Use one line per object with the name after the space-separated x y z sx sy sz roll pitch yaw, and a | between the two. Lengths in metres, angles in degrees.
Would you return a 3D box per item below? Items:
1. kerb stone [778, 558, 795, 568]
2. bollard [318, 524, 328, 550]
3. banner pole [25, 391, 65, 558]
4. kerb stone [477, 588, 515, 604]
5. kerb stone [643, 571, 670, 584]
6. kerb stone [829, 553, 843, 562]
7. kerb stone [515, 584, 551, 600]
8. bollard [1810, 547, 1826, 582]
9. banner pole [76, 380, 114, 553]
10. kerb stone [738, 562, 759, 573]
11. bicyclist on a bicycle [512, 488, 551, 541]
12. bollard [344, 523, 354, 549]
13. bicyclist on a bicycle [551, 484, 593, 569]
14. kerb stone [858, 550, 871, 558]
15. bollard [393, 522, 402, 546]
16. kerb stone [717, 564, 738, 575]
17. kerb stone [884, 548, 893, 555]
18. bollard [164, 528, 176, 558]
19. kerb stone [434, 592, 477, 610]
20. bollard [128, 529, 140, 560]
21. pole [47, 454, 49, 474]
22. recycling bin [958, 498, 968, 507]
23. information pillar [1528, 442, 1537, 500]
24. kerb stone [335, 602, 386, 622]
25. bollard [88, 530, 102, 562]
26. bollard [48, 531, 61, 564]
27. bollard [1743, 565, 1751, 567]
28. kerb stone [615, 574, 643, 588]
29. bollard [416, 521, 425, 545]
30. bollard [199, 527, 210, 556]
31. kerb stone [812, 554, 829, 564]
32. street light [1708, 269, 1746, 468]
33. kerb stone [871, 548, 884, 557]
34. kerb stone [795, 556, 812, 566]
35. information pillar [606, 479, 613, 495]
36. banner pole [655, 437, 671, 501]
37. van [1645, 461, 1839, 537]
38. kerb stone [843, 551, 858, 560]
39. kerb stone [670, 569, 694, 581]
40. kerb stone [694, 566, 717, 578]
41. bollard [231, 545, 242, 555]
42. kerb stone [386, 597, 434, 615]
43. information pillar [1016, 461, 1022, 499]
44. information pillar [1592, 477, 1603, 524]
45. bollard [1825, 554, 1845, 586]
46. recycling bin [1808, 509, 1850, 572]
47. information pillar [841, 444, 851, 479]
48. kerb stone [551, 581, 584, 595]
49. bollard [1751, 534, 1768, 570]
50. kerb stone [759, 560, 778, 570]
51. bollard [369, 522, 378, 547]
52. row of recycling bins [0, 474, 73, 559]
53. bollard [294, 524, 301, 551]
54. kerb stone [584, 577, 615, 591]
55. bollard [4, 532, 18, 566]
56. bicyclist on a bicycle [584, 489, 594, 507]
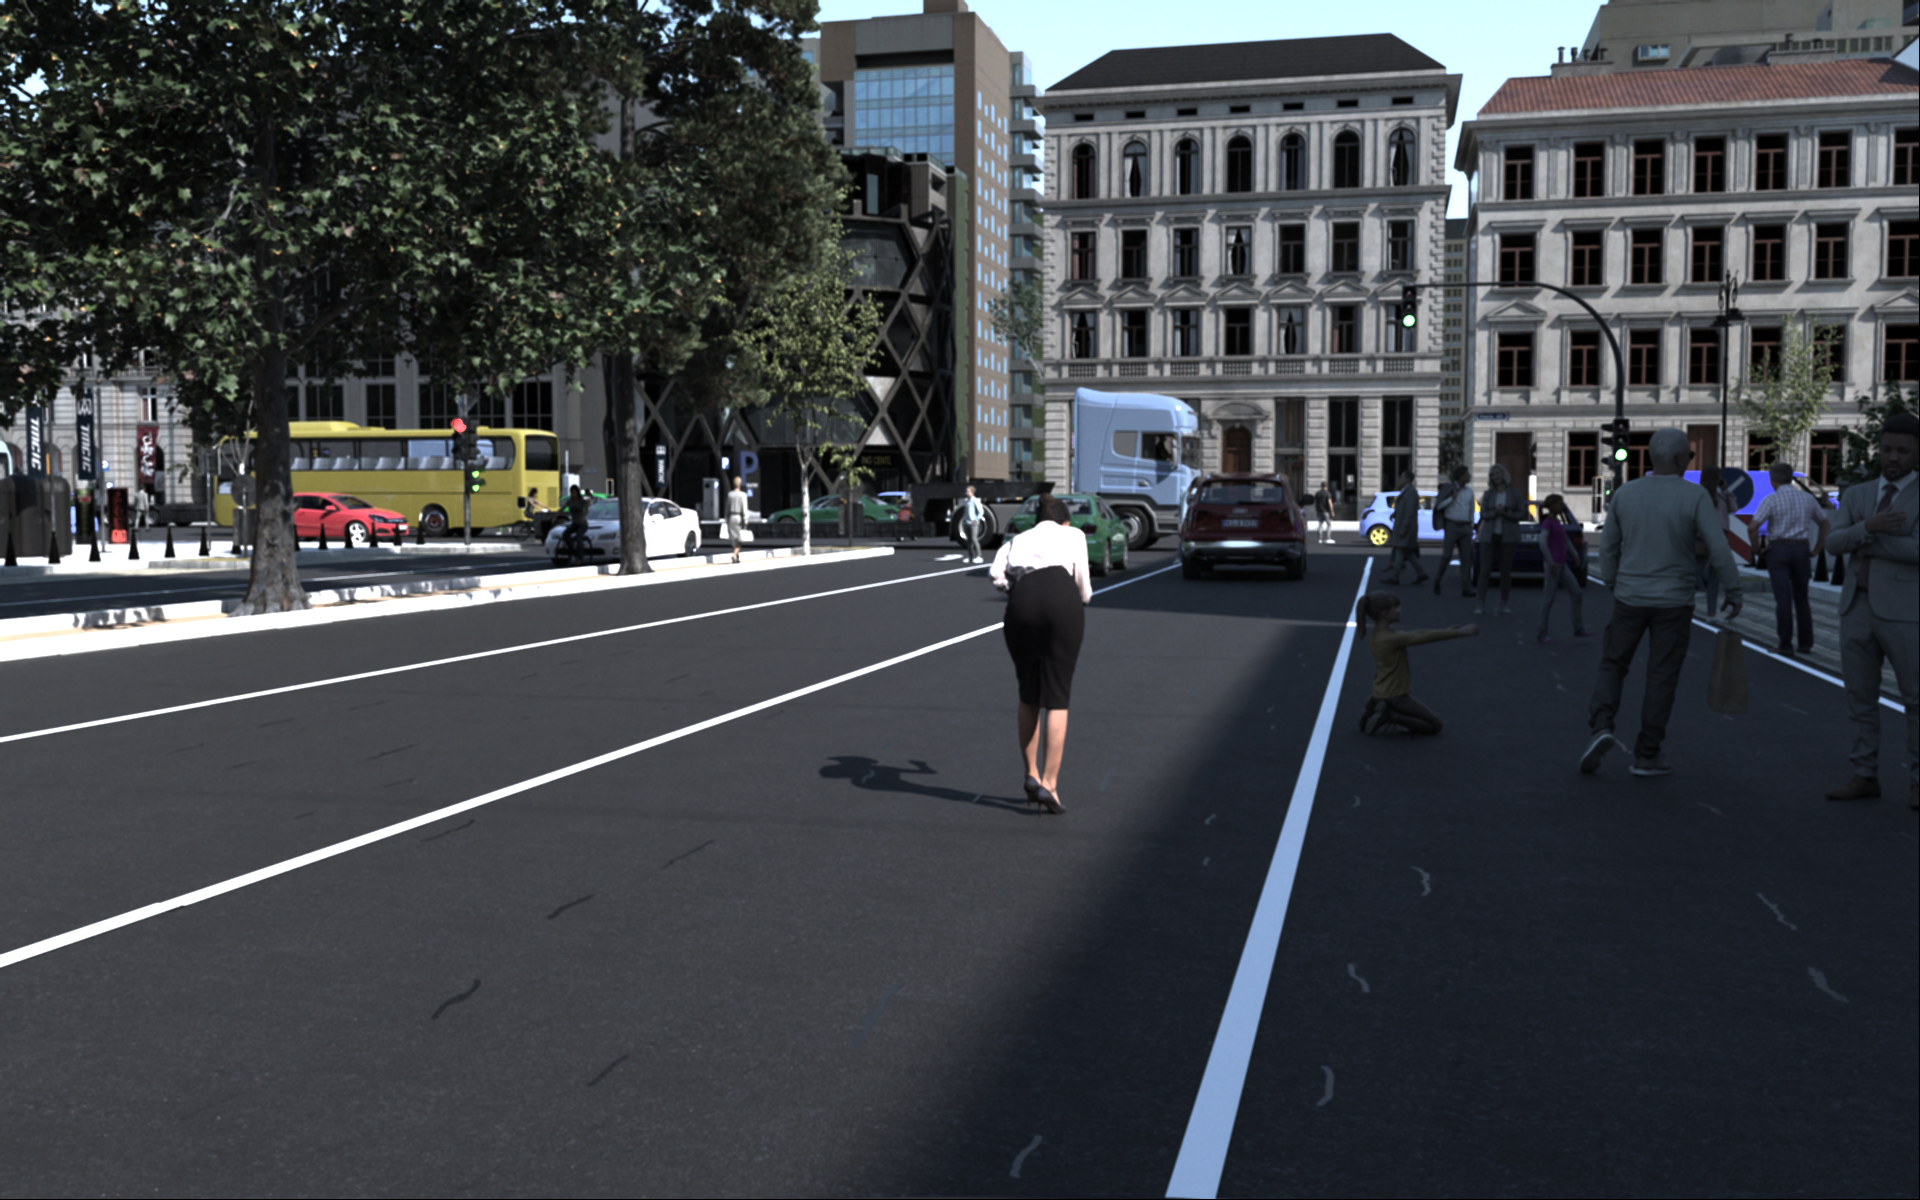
-3.500 -0.718 33.932 0.120 0.150 1.000 1 4 14 | kerb stone
-14.648 -1.454 39.811 0.229 0.601 0.229 0 3 0 | bollard
-18.297 -2.723 34.533 0.401 3.779 0.863 1 4 15 | banner pole
-6.220 -0.045 22.928 0.120 0.150 1.000 1 4 14 | kerb stone
-4.974 -0.347 27.913 0.120 0.150 1.000 1 4 14 | kerb stone
-2.758 -0.901 36.924 0.120 0.150 1.000 1 4 14 | kerb stone
-5.976 -0.106 23.927 0.120 0.150 1.000 1 4 14 | kerb stone
12.622 -0.570 25.366 0.229 0.601 0.229 0 3 0 | bollard
-18.925 -2.921 37.778 0.863 3.779 0.401 1 4 17 | banner pole
-3.995 -0.595 31.930 0.120 0.150 1.000 1 4 14 | kerb stone
-12.987 -2.630 53.018 1.625 1.676 1.499 1 4 13 | bicyclist on a bicycle
-14.403 -1.515 40.808 0.229 0.601 0.229 0 3 0 | bollard
-7.305 -1.393 32.795 1.499 1.676 1.625 1 4 12 | bicyclist on a bicycle
-2.258 -1.023 38.924 0.120 0.150 1.000 1 4 14 | kerb stone
-13.905 -1.638 42.815 0.229 0.601 0.229 0 3 0 | bollard
-4.244 -0.534 30.923 0.120 0.150 1.000 1 4 14 | kerb stone
-1.768 -1.145 40.917 0.120 0.150 1.000 1 4 14 | kerb stone
-15.886 -1.148 34.810 0.229 0.601 0.229 0 3 0 | bollard
-6.461 0.018 21.928 0.120 0.150 1.000 1 4 14 | kerb stone
-16.132 -1.087 33.806 0.229 0.601 0.229 0 3 0 | bollard
-46.316 -5.765 88.094 0.158 3.312 0.155 0 3 0 | pole
0.373 -6.006 110.751 0.722 1.027 0.722 -3 5 -44 | recycling bin
25.763 -5.296 77.951 0.504 3.616 0.183 -3 5 -42 | information pillar
-6.963 0.142 19.922 0.120 0.150 1.000 1 4 14 | kerb stone
-16.386 -1.024 32.788 0.229 0.601 0.229 0 3 0 | bollard
-16.631 -0.963 31.791 0.229 0.601 0.229 0 3 0 | bollard
13.859 -0.876 30.362 0.229 0.601 0.229 0 3 0 | bollard
-5.225 -0.289 26.917 0.120 0.150 1.000 1 4 14 | kerb stone
-13.655 -1.698 43.811 0.229 0.601 0.229 0 3 0 | bollard
-15.637 -1.209 35.810 0.229 0.601 0.229 0 3 0 | bollard
-2.994 -0.840 35.925 0.120 0.150 1.000 1 4 14 | kerb stone
15.812 -3.855 35.818 0.468 5.910 1.993 1 4 14 | street light
-2.016 -1.083 39.921 0.120 0.150 1.000 1 4 14 | kerb stone
-3.252 -0.779 34.928 0.120 0.150 1.000 1 4 14 | kerb stone
-17.353 -4.976 85.853 0.304 2.012 0.304 -1 4 -15 | information pillar
-12.889 -5.239 75.668 0.863 3.779 0.401 0 4 -6 | banner pole
20.786 -2.525 45.664 5.245 2.365 2.240 1 4 14 | van
-2.501 -0.962 37.926 0.120 0.150 1.000 1 4 14 | kerb stone
-4.732 -0.410 28.915 0.120 0.150 1.000 1 4 14 | kerb stone
-4.490 -0.472 29.920 0.120 0.150 1.000 1 4 14 | kerb stone
-15.389 -1.271 36.818 0.229 0.601 0.229 0 3 0 | bollard
-6.713 0.078 20.924 0.120 0.150 1.000 1 4 14 | kerb stone
4.262 -8.254 126.305 0.183 3.616 0.504 3 5 41 | information pillar
27.421 -4.285 74.545 0.304 2.012 0.304 -1 4 -12 | information pillar
12.374 -0.509 24.369 0.229 0.601 0.229 0 3 0 | bollard
14.466 -0.992 28.777 0.722 1.027 0.722 -1 4 -12 | recycling bin
-5.302 -5.461 80.638 0.504 3.616 0.183 1 4 22 | information pillar
-5.724 -0.160 24.922 0.120 0.150 1.000 1 4 14 | kerb stone
13.612 -0.815 29.366 0.229 0.601 0.229 0 3 0 | bollard
-3.745 -0.657 32.935 0.120 0.150 1.000 1 4 14 | kerb stone
-14.155 -1.576 41.805 0.229 0.601 0.229 0 3 0 | bollard
-19.274 -1.695 34.823 1.069 1.692 3.534 1 4 13 | row of recycling bins
-14.896 -1.393 38.811 0.229 0.601 0.229 0 3 0 | bollard
-5.474 -0.226 25.921 0.120 0.150 1.000 1 4 14 | kerb stone
-16.880 -0.902 30.785 0.229 0.601 0.229 0 3 0 | bollard
-13.158 -3.118 61.007 1.625 1.676 1.499 1 4 13 | bicyclist on a bicycle
